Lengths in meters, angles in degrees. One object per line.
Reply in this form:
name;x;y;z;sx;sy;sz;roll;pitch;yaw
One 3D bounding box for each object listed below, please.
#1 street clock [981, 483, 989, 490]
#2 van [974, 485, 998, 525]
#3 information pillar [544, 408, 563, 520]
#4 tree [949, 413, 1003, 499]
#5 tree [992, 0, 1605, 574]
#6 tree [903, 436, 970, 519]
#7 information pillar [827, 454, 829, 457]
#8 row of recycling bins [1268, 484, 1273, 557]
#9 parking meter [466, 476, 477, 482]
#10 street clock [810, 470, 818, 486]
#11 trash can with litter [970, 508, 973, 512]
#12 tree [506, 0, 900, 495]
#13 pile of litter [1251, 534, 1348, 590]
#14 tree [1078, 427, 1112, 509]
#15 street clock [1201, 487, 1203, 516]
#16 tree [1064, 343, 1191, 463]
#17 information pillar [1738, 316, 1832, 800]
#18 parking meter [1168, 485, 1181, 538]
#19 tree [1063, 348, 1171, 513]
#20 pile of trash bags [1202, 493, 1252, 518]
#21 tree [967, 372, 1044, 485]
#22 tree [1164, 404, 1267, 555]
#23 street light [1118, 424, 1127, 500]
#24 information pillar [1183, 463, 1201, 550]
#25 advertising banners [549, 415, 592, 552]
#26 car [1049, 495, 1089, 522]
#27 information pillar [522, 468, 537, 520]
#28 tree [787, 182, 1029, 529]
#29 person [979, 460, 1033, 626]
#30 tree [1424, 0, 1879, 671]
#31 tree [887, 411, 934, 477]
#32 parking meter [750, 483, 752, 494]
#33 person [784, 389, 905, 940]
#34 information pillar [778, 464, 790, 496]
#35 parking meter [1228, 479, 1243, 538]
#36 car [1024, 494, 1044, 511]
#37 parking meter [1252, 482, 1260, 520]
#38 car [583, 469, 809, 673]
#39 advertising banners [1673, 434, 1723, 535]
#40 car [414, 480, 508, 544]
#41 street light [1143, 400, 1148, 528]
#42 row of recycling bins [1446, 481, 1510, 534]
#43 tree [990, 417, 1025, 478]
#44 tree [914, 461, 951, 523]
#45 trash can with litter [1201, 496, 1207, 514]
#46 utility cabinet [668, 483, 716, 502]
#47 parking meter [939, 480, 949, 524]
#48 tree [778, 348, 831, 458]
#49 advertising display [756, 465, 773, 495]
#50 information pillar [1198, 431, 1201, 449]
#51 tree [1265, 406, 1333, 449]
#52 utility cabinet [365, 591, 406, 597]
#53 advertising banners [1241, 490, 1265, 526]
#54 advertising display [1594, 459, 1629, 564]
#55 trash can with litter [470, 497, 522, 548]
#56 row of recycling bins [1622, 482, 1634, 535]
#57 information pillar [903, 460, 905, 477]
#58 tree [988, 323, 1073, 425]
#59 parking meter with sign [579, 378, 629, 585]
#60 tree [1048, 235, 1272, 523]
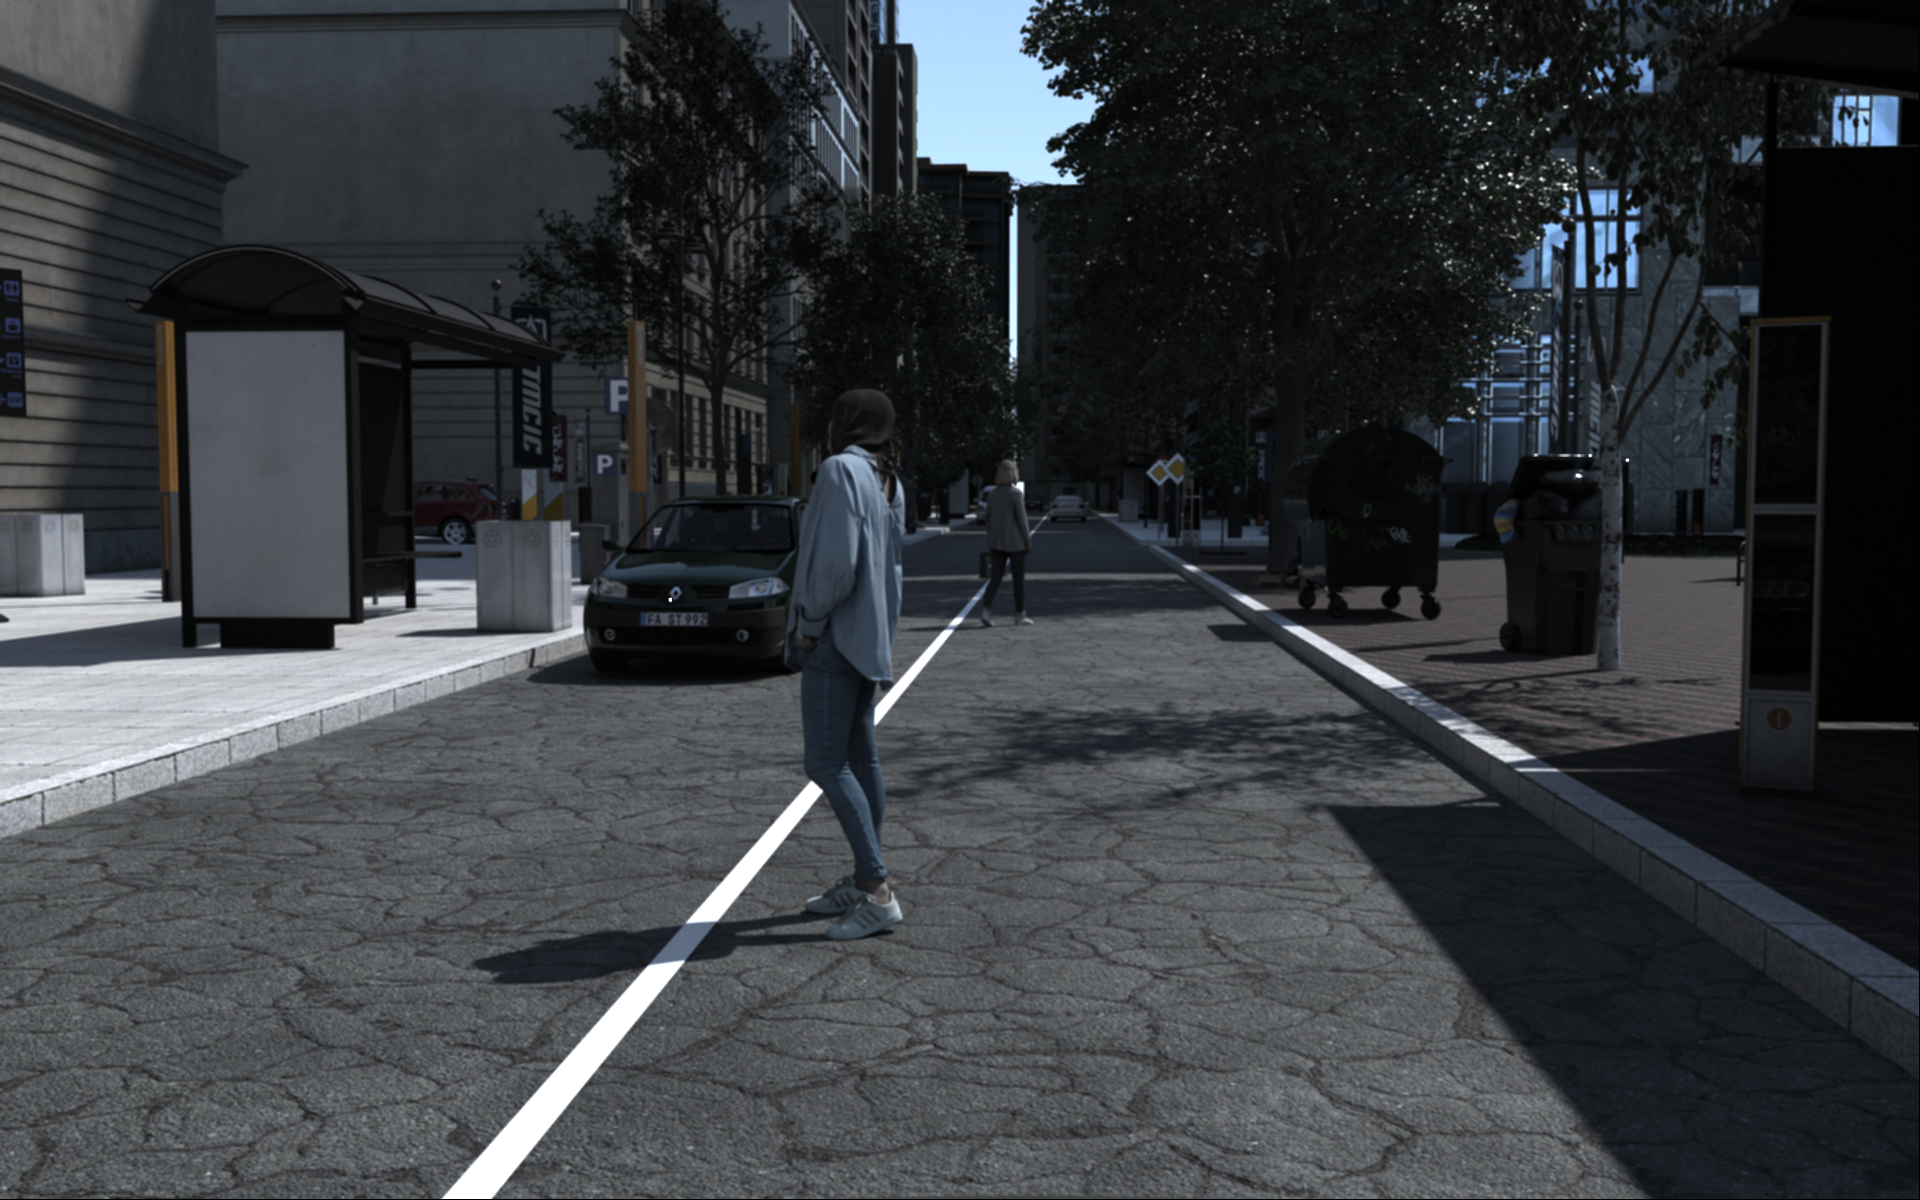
street clock;1.588;-6.455;110.103;0.471;2.002;0.358;-2;4;-35
van;1.699;-4.533;81.132;2.013;2.044;4.112;0;4;5
information pillar;-10.203;-3.181;43.366;0.504;3.616;0.183;1;4;15
tree;1.240;-10.443;121.105;4.360;8.622;3.978;0;3;0
tree;5.419;-7.402;27.674;9.857;13.997;8.962;0;3;0
tree;-1.192;-6.389;88.171;4.285;4.588;4.351;0;3;0
information pillar;-6.466;-5.714;84.773;0.183;3.616;0.504;0;4;-5
row of recycling bins;6.737;-1.549;32.447;1.069;1.692;3.534;-1;4;-10
parking meter;-15.476;-3.009;54.904;0.255;1.863;0.399;-2;4;-28
street clock;-4.336;-2.976;53.224;0.471;2.002;0.358;1;4;14
trash can with litter;0.342;-6.784;122.313;1.055;1.170;0.624;-1;4;-19
tree;-4.715;-5.964;31.921;7.601;10.594;8.767;-2;4;-26
pile of litter;4.682;-0.609;23.922;1.176;0.858;1.719;0;4;-8
tree;12.384;-12.317;151.746;4.360;8.622;3.978;0;3;0
street clock;14.057;-5.913;101.241;0.358;2.002;0.471;0;4;5
tree;10.594;-11.121;107.583;9.928;11.665;9.643;0;3;0
information pillar;3.507;-0.176;7.376;0.304;2.012;0.304;2;4;25
parking meter;6.271;-2.585;50.674;0.372;1.533;0.369;0;3;0
tree;12.610;-13.398;137.185;7.486;12.596;7.792;0;3;0
pile of trash bags;14.587;-5.117;93.422;1.912;1.369;3.447;-2;4;-32
tree;2.688;-12.860;136.015;9.928;11.665;9.643;0;3;0
tree;5.493;-2.594;37.020;1.663;3.219;1.824;0;3;0
street light;8.841;-7.447;94.548;0.468;5.910;1.993;0;4;3
information pillar;5.317;-2.153;39.693;0.304;2.012;0.304;-3;4;-37
advertising banners;-8.161;-2.576;38.298;2.074;3.025;0.090;0;4;-3
car;5.690;-4.784;90.584;2.083;1.381;4.827;0;4;4
information pillar;-14.370;-4.058;57.700;0.504;3.616;0.183;-1;4;-18
tree;-1.963;-8.994;64.066;9.611;12.733;9.660;0;3;0
person;0.444;-0.625;18.894;0.709;1.800;0.728;3;5;42
tree;4.830;-3.780;12.172;4.360;8.622;3.978;0;3;0
tree;-3.381;-9.475;105.282;4.737;8.622;4.395;0;3;0
parking meter;-8.951;-4.114;72.977;0.255;1.863;0.399;2;4;25
person;-0.354;0.179;5.837;0.793;1.790;0.793;-1;4;-17
information pillar;-4.220;-2.312;42.300;0.304;2.012;0.304;-3;5;-43
parking meter;8.026;-2.736;50.450;0.399;1.863;0.255;-1;4;-17
car;6.048;-8.229;144.338;2.009;1.686;4.222;0;4;4
parking meter;14.790;-4.945;86.568;0.255;1.863;0.399;-1;4;-20
car;-2.003;-0.331;15.197;2.009;1.686;4.222;0;4;5
advertising banners;22.047;-3.397;51.729;0.090;3.025;2.074;-1;4;-14
car;-15.057;-2.381;47.601;5.304;1.827;2.281;0;4;2
street light;7.092;-5.701;65.997;0.468;5.910;1.993;0;4;3
row of recycling bins;16.850;-2.920;54.855;1.069;1.692;3.534;-2;4;-33
tree;4.409;-13.009;163.053;4.737;8.622;4.395;0;3;0
tree;-1.444;-4.997;76.306;1.663;3.219;1.824;0;3;0
trash can with litter;14.641;-5.551;102.146;0.624;1.170;1.055;-1;4;-18
utility cabinet;-5.313;-1.613;35.057;1.173;1.500;0.318;-3;5;-41
parking meter;-0.683;-4.129;73.219;0.399;1.863;0.255;-1;4;-21
tree;-5.608;-7.640;75.272;4.360;8.622;3.978;0;3;0
advertising display;-4.325;-2.032;38.445;0.123;1.923;0.974;1;4;9
information pillar;8.860;-4.457;64.222;0.183;3.616;0.504;1;4;9
tree;12.394;-4.801;62.212;4.285;4.588;4.351;0;3;0
utility cabinet;-7.403;-0.645;21.703;1.020;1.237;0.306;-2;4;-32
advertising banners;11.992;-4.458;69.074;0.090;3.025;2.074;-3;5;-44
advertising display;12.143;-1.660;32.354;0.123;1.923;0.974;-1;4;-12
trash can with litter;-10.432;-1.816;40.755;1.678;1.210;2.233;-3;4;-37
row of recycling bins;18.526;-2.657;50.561;3.534;1.692;1.069;-3;5;-42
information pillar;-3.066;-6.651;100.095;0.504;3.616;0.183;0;4;8
tree;6.688;-20.513;191.270;12.611;20.169;13.585;0;3;0
parking meter with sign;-5.109;-1.772;25.228;0.543;3.016;1.738;0;4;4
tree;9.170;-10.175;76.728;12.009;13.543;11.850;0;3;0
